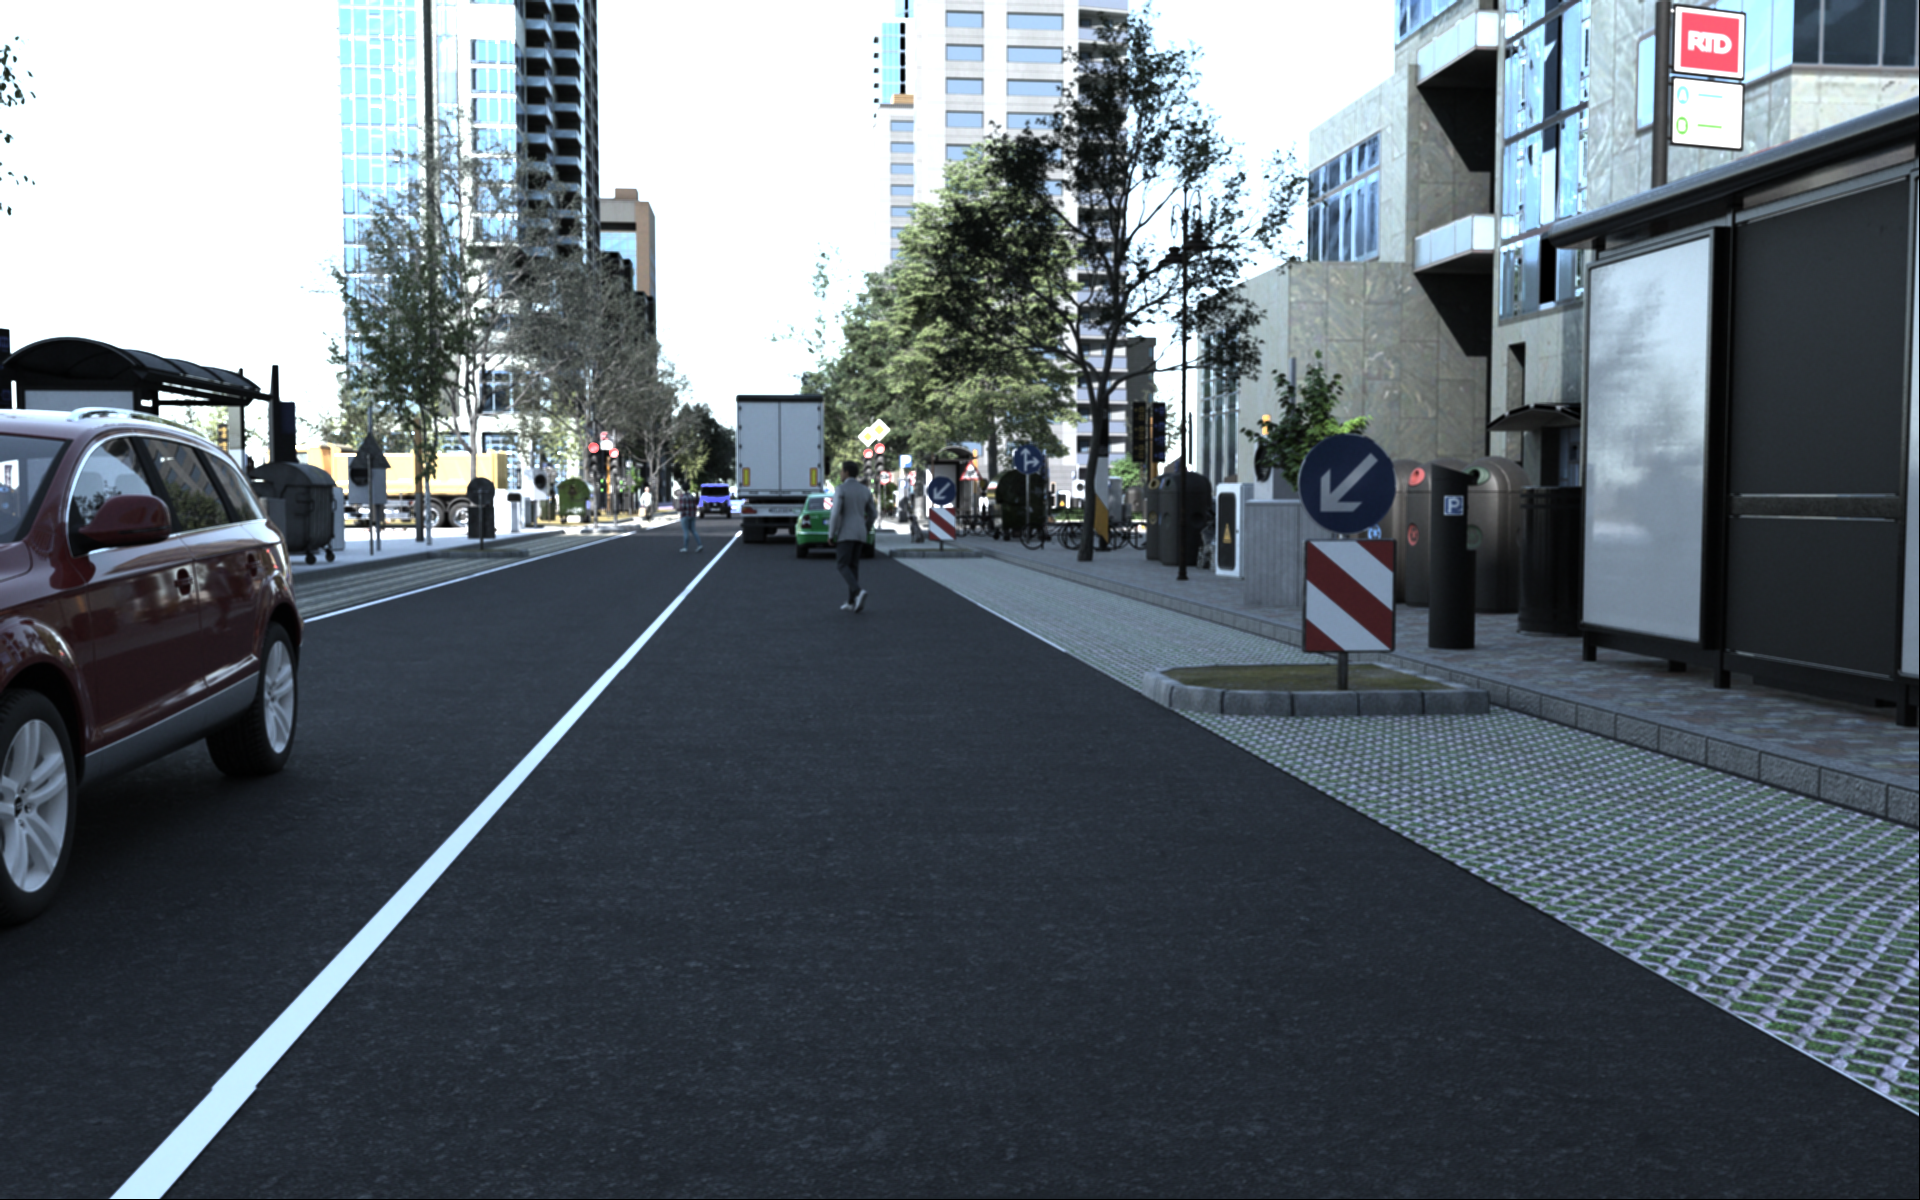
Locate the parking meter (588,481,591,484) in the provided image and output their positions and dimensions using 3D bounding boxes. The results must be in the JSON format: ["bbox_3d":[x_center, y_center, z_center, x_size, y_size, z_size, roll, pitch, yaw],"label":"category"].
[{"bbox_3d":[-17.019,-4.470,78.803,0.399,1.863,0.255,1,4,13],"label":"parking meter"}]

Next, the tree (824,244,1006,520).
[{"bbox_3d":[-2.076,-10.981,86.188,9.857,13.997,8.962,0,3,0],"label":"tree"}]

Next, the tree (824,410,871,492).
[{"bbox_3d":[-8.733,-11.638,140.650,4.737,8.622,4.395,0,3,0],"label":"tree"}]

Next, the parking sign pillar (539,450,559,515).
[{"bbox_3d":[-25.274,-7.188,106.001,1.447,3.967,1.447,1,4,8],"label":"parking sign pillar"}]

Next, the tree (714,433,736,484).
[{"bbox_3d":[-40.700,-22.323,290.727,9.928,11.665,9.643,0,3,0],"label":"tree"}]

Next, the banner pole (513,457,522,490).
[{"bbox_3d":[-29.825,-7.742,116.605,0.401,3.779,0.863,3,4,37],"label":"banner pole"}]

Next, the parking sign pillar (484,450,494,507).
[{"bbox_3d":[-29.125,-7.292,107.701,1.447,3.967,1.447,0,4,7],"label":"parking sign pillar"}]

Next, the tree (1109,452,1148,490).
[{"bbox_3d":[13.101,-9.190,133.973,4.285,4.588,4.351,0,3,0],"label":"tree"}]

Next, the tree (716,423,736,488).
[{"bbox_3d":[-41.240,-24.379,305.258,9.857,13.997,8.962,0,3,0],"label":"tree"}]

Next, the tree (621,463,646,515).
[{"bbox_3d":[-20.499,-6.929,107.898,1.663,3.219,1.824,0,3,0],"label":"tree"}]

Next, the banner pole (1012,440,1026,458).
[{"bbox_3d":[2.796,-5.535,80.518,0.863,3.779,0.401,0,4,5],"label":"banner pole"}]

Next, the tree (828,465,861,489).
[{"bbox_3d":[-11.278,-11.392,169.978,4.285,4.588,4.351,0,3,0],"label":"tree"}]

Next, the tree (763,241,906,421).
[{"bbox_3d":[-8.050,-16.828,131.021,12.611,20.169,13.585,0,3,0],"label":"tree"}]

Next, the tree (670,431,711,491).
[{"bbox_3d":[-28.184,-14.046,180.007,4.737,8.622,4.395,0,3,0],"label":"tree"}]

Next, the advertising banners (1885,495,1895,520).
[{"bbox_3d":[8.200,-1.106,14.266,0.090,3.025,2.074,0,4,-3],"label":"advertising banners"}]

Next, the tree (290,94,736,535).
[{"bbox_3d":[-15.433,-8.804,54.314,12.009,13.543,11.850,0,3,0],"label":"tree"}]

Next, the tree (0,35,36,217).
[{"bbox_3d":[-11.317,-4.087,17.182,4.737,8.622,4.395,0,3,0],"label":"tree"}]

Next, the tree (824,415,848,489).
[{"bbox_3d":[-15.833,-17.147,206.107,9.928,11.665,9.643,0,3,0],"label":"tree"}]

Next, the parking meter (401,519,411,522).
[{"bbox_3d":[-25.121,-4.451,78.483,0.399,1.863,0.255,-3,5,-44],"label":"parking meter"}]

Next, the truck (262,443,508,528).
[{"bbox_3d":[-22.770,-4.372,67.399,9.791,3.379,3.469,0,4,-4],"label":"truck"}]

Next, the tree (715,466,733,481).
[{"bbox_3d":[-37.492,-19.908,259.904,7.601,10.594,8.767,2,4,28],"label":"tree"}]

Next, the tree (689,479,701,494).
[{"bbox_3d":[-28.676,-11.695,185.809,1.663,3.219,1.824,0,3,0],"label":"tree"}]

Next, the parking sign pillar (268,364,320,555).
[{"bbox_3d":[-14.368,-2.950,36.697,1.447,3.967,1.447,-2,4,-26],"label":"parking sign pillar"}]

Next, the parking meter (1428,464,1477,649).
[{"bbox_3d":[4.107,-0.368,14.431,0.372,1.533,0.369,0,3,0],"label":"parking meter"}]

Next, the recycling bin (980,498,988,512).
[{"bbox_3d":[1.795,-6.591,120.318,0.722,1.027,0.722,1,4,17],"label":"recycling bin"}]

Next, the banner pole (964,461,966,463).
[{"bbox_3d":[-0.247,-6.404,94.728,0.401,3.779,0.863,3,5,41],"label":"banner pole"}]

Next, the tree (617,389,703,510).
[{"bbox_3d":[-24.733,-12.748,142.849,7.601,10.594,8.767,-1,4,-9],"label":"tree"}]

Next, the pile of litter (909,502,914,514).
[{"bbox_3d":[-2.958,-5.969,111.550,1.176,0.858,1.719,0,4,1],"label":"pile of litter"}]

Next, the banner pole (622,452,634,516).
[{"bbox_3d":[-21.090,-7.319,109.685,0.863,3.779,0.401,-2,4,-26],"label":"banner pole"}]

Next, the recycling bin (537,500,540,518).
[{"bbox_3d":[-23.406,-5.013,94.517,0.722,1.027,0.722,2,4,30],"label":"recycling bin"}]

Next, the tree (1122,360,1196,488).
[{"bbox_3d":[10.949,-8.839,94.880,4.360,8.622,3.978,0,3,0],"label":"tree"}]

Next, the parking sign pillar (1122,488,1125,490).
[{"bbox_3d":[13.567,-9.129,137.728,1.447,3.967,1.447,-1,4,-9],"label":"parking sign pillar"}]

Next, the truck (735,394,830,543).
[{"bbox_3d":[-5.481,-3.993,54.200,2.839,4.237,11.283,0,4,-4],"label":"truck"}]

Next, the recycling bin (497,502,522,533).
[{"bbox_3d":[-14.960,-2.749,57.496,0.722,1.027,0.722,-1,4,-10],"label":"recycling bin"}]

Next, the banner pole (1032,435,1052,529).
[{"bbox_3d":[2.962,-4.459,62.919,0.863,3.779,0.401,-2,4,-27],"label":"banner pole"}]

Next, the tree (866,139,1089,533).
[{"bbox_3d":[0.705,-8.436,56.062,7.486,12.596,7.792,0,3,0],"label":"tree"}]

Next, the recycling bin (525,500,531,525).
[{"bbox_3d":[-18.374,-3.649,72.222,0.722,1.027,0.722,3,5,39],"label":"recycling bin"}]

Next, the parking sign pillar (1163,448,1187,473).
[{"bbox_3d":[12.759,-6.831,100.163,1.447,3.967,1.447,1,4,20],"label":"parking sign pillar"}]

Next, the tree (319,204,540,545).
[{"bbox_3d":[-13.573,-5.680,43.238,4.737,8.622,4.395,0,3,0],"label":"tree"}]

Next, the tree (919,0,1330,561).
[{"bbox_3d":[2.641,-6.010,32.677,7.601,10.594,8.767,3,5,42],"label":"tree"}]

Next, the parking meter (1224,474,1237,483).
[{"bbox_3d":[7.914,-2.759,50.826,0.399,1.863,0.255,0,4,5],"label":"parking meter"}]

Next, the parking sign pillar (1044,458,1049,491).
[{"bbox_3d":[6.263,-8.658,130.026,1.447,3.967,1.447,-1,4,-18],"label":"parking sign pillar"}]

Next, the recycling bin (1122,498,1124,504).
[{"bbox_3d":[11.359,-6.850,124.556,0.722,1.027,0.722,1,4,17],"label":"recycling bin"}]

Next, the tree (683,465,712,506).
[{"bbox_3d":[-29.325,-12.852,193.840,4.285,4.588,4.351,0,3,0],"label":"tree"}]

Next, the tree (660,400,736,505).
[{"bbox_3d":[-31.627,-17.815,208.289,9.611,12.733,9.660,0,3,0],"label":"tree"}]
